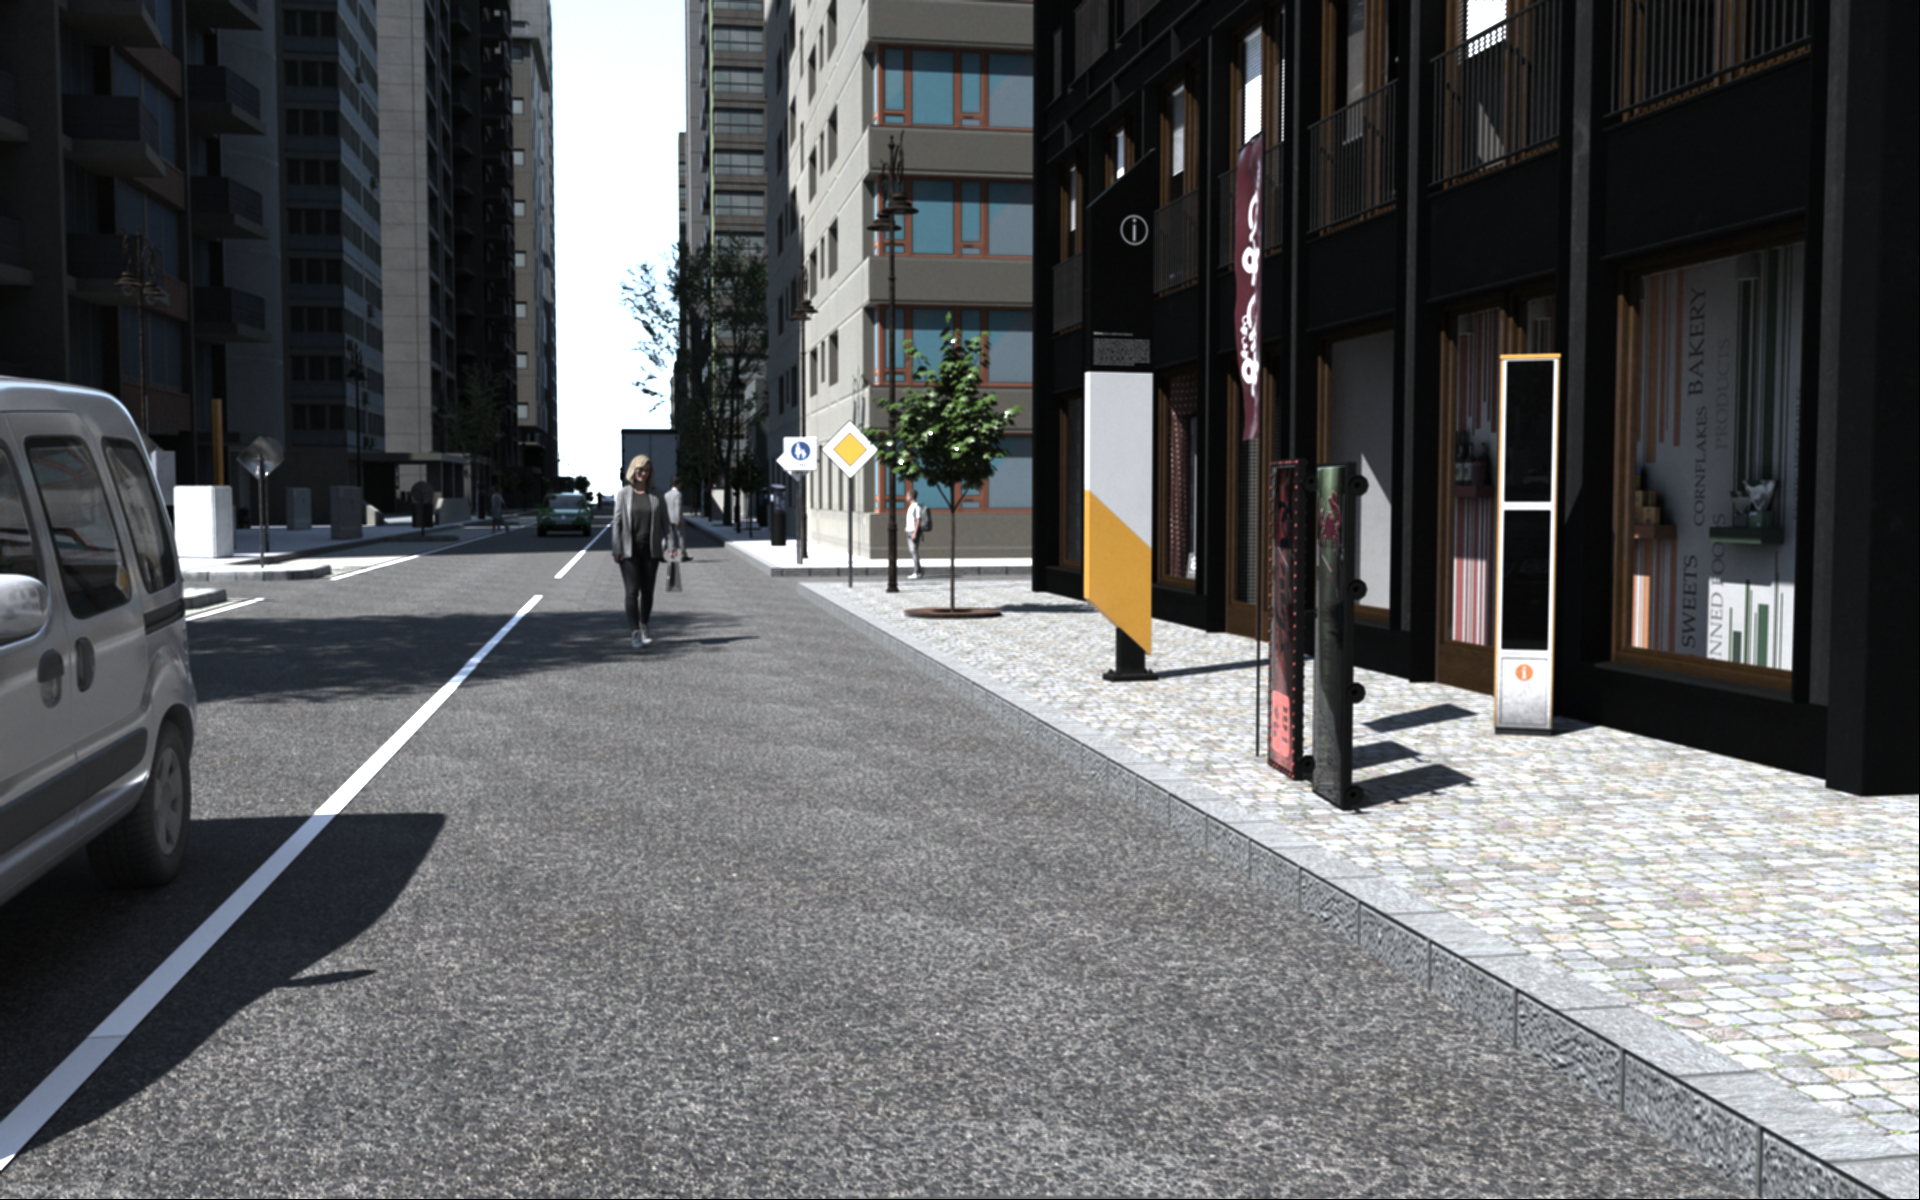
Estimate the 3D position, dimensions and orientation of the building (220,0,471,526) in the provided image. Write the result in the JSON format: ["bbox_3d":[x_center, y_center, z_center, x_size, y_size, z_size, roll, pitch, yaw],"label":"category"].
[{"bbox_3d":[-38.591,-23.378,74.107,32.217,40.220,23.993,-1,4,-10],"label":"building"}]

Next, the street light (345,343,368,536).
[{"bbox_3d":[-18.405,-4.904,52.973,0.468,5.910,1.993,-1,4,-10],"label":"street light"}]

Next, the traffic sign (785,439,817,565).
[{"bbox_3d":[-2.881,-1.788,31.369,0.606,2.300,0.079,0,4,-3],"label":"traffic sign"}]

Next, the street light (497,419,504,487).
[{"bbox_3d":[-28.167,-8.143,105.927,0.468,5.910,1.993,-1,4,-10],"label":"street light"}]

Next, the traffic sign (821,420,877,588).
[{"bbox_3d":[-1.503,-1.225,23.666,0.795,2.450,0.064,-1,4,-10],"label":"traffic sign"}]

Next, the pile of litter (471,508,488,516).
[{"bbox_3d":[-28.540,-5.434,102.813,1.719,0.858,1.176,1,4,13],"label":"pile of litter"}]

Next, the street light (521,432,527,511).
[{"bbox_3d":[-32.471,-9.557,129.047,0.468,5.910,1.993,-1,4,-10],"label":"street light"}]

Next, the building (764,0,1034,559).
[{"bbox_3d":[9.936,-12.504,49.483,28.899,21.520,27.650,-1,4,-10],"label":"building"}]

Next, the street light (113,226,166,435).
[{"bbox_3d":[-14.216,-3.509,30.153,0.468,5.910,1.993,-1,4,-10],"label":"street light"}]

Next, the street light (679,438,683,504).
[{"bbox_3d":[-21.558,-9.877,134.282,0.468,5.910,1.993,-1,4,-10],"label":"street light"}]

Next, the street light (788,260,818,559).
[{"bbox_3d":[-3.106,-3.767,34.379,0.468,5.910,1.993,-1,4,-10],"label":"street light"}]

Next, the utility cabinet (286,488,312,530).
[{"bbox_3d":[-23.424,-3.224,61.386,0.318,1.500,1.173,1,4,8],"label":"utility cabinet"}]

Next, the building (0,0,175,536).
[{"bbox_3d":[-29.758,-23.610,40.650,22.147,44.769,28.867,-1,4,-10],"label":"building"}]

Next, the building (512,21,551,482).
[{"bbox_3d":[-61.336,-37.139,196.464,28.713,52.752,27.495,-1,4,-10],"label":"building"}]

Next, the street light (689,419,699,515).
[{"bbox_3d":[-15.908,-8.035,104.162,0.468,5.910,1.993,-1,4,-10],"label":"street light"}]

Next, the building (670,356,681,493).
[{"bbox_3d":[-22.505,-23.083,222.449,27.650,21.520,28.899,-1,4,-10],"label":"building"}]

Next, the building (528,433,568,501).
[{"bbox_3d":[-67.125,-32.436,222.208,32.217,40.220,23.993,-1,4,-10],"label":"building"}]

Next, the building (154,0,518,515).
[{"bbox_3d":[-46.715,-29.406,135.411,22.147,44.769,28.867,-1,4,-10],"label":"building"}]

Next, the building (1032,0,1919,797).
[{"bbox_3d":[8.433,-11.365,15.501,12.332,23.373,15.834,-1,4,-10],"label":"building"}]

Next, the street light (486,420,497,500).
[{"bbox_3d":[-26.931,-7.712,98.878,0.468,5.910,1.993,-1,4,-10],"label":"street light"}]

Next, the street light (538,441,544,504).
[{"bbox_3d":[-36.671,-10.953,151.865,0.468,5.910,1.993,-1,4,-10],"label":"street light"}]

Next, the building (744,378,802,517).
[{"bbox_3d":[0.540,-47.605,91.005,22.319,86.520,31.000,-1,4,-10],"label":"building"}]

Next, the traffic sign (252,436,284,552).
[{"bbox_3d":[-15.332,-2.334,38.262,0.768,2.556,0.104,0,4,-6],"label":"traffic sign"}]

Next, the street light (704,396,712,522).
[{"bbox_3d":[-11.612,-6.576,80.310,0.468,5.910,1.993,-1,4,-10],"label":"street light"}]

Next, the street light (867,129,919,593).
[{"bbox_3d":[-0.879,-3.038,22.456,0.468,5.910,1.993,-1,4,-10],"label":"street light"}]

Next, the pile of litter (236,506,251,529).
[{"bbox_3d":[-26.869,-3.077,64.279,1.176,0.858,1.719,0,4,-7],"label":"pile of litter"}]

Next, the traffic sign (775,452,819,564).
[{"bbox_3d":[-2.956,-1.705,31.518,0.795,2.450,0.064,-1,4,-10],"label":"traffic sign"}]

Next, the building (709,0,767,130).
[{"bbox_3d":[-9.601,-26.409,115.376,14.154,41.232,14.086,-1,4,-10],"label":"building"}]

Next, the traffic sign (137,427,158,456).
[{"bbox_3d":[-10.598,-1.123,22.011,0.795,2.450,0.064,-1,4,-10],"label":"traffic sign"}]

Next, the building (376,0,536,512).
[{"bbox_3d":[-49.621,-44.093,159.179,20.563,71.187,20.611,-1,4,-10],"label":"building"}]

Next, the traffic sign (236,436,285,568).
[{"bbox_3d":[-12.050,-1.604,29.863,0.795,2.450,0.064,-1,4,-10],"label":"traffic sign"}]

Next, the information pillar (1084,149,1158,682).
[{"bbox_3d":[1.097,-1.251,11.814,0.504,3.616,0.183,-1,4,-18],"label":"information pillar"}]

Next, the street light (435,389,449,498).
[{"bbox_3d":[-22.702,-6.317,76.065,0.468,5.910,1.993,-1,4,-10],"label":"street light"}]

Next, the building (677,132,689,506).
[{"bbox_3d":[-25.279,-31.555,199.522,14.154,41.232,14.086,-1,4,-10],"label":"building"}]

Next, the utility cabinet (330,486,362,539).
[{"bbox_3d":[-17.342,-2.464,48.965,0.318,1.500,1.173,1,4,11],"label":"utility cabinet"}]

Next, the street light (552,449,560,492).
[{"bbox_3d":[-40.958,-12.365,174.952,0.468,5.910,1.993,-1,4,-10],"label":"street light"}]

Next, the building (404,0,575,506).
[{"bbox_3d":[-65.465,-49.300,244.311,20.563,71.187,20.611,-1,4,-10],"label":"building"}]

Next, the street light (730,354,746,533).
[{"bbox_3d":[-7.334,-5.162,57.192,0.468,5.910,1.993,-1,4,-10],"label":"street light"}]

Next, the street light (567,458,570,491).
[{"bbox_3d":[-47.588,-14.544,210.574,0.468,5.910,1.993,-1,4,-10],"label":"street light"}]

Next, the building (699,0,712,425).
[{"bbox_3d":[-9.162,-31.722,138.261,23.786,49.044,30.456,-1,4,-10],"label":"building"}]

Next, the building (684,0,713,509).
[{"bbox_3d":[-15.718,-38.198,166.538,21.231,58.520,28.212,-1,4,-10],"label":"building"}]

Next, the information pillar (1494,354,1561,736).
[{"bbox_3d":[3.035,-0.293,9.277,0.304,2.012,0.304,1,4,18],"label":"information pillar"}]

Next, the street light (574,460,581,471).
[{"bbox_3d":[-51.757,-15.940,233.398,0.468,5.910,1.993,-1,4,-10],"label":"street light"}]
